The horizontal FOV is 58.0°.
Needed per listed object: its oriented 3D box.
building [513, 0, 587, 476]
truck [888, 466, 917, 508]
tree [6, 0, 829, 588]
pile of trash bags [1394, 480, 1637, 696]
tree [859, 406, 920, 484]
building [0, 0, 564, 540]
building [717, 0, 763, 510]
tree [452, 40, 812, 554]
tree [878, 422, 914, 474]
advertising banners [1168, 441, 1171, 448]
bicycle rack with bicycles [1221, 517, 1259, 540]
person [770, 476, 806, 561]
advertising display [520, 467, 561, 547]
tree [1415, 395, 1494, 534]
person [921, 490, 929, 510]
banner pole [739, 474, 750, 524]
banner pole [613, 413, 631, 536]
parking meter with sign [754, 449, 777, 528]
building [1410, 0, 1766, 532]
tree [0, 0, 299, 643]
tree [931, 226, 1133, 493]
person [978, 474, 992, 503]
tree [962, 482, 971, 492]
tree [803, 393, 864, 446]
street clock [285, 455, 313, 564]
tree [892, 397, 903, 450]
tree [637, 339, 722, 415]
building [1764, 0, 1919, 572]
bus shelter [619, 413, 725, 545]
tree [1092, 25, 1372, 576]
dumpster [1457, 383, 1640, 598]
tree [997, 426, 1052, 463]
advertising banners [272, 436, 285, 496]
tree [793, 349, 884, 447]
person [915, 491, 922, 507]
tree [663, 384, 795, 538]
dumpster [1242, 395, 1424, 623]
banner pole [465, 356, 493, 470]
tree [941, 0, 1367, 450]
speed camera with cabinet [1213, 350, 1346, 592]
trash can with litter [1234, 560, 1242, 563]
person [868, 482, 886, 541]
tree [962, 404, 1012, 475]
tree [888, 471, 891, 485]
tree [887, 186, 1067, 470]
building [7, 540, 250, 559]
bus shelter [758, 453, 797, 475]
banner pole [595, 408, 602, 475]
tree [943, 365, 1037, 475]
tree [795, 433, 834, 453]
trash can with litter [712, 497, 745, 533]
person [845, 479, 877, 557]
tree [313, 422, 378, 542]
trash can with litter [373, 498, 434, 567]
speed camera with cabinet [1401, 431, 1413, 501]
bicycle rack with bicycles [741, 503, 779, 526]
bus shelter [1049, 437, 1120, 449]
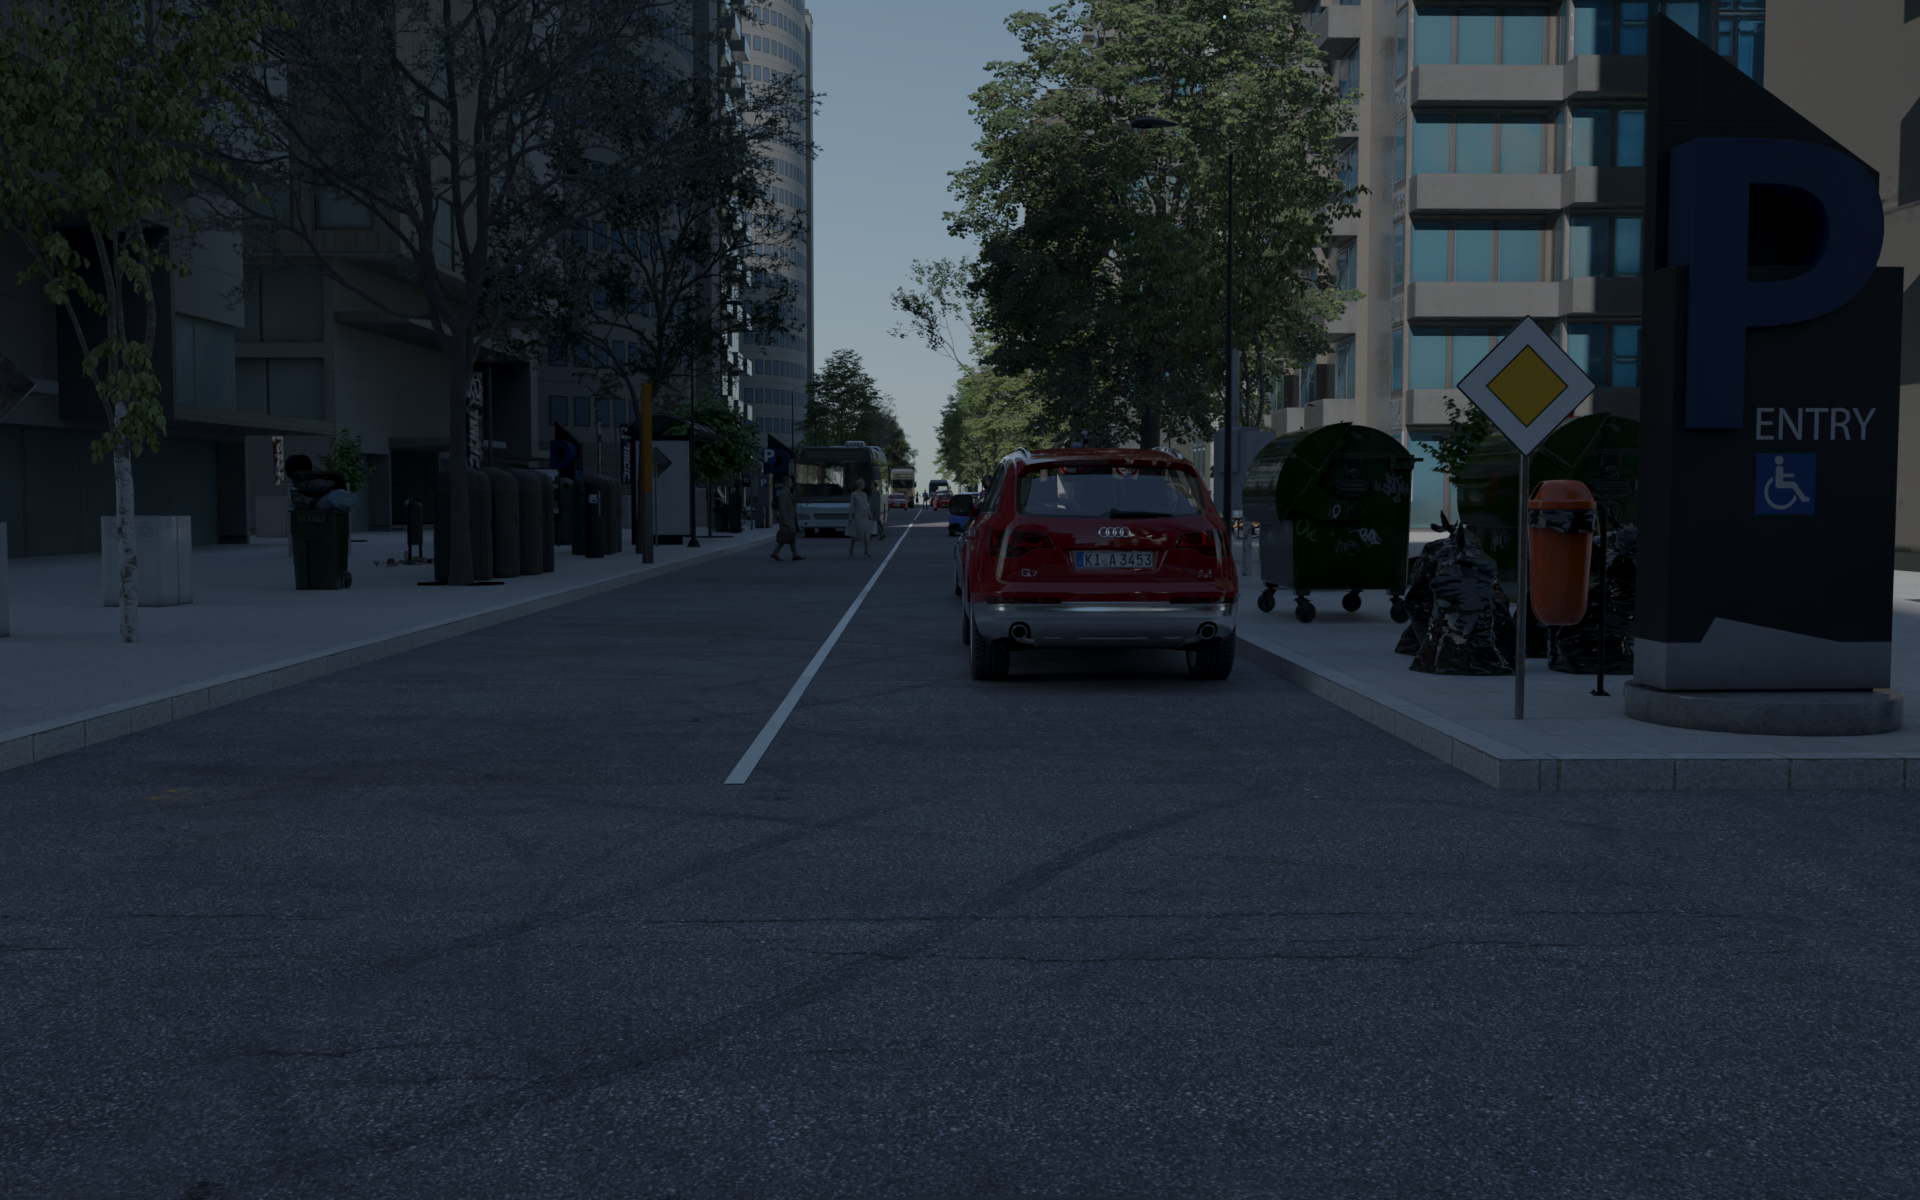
[{"bbox_3d":[-25.917,-33.981,97.584,21.231,58.520,28.212,0,4,-1],"label":"building"},{"bbox_3d":[-5.852,-11.517,177.218,2.839,4.237,11.283,0,4,-1],"label":"truck"},{"bbox_3d":[-7.062,-6.956,24.107,12.009,13.543,11.850,0,3,0],"label":"tree"},{"bbox_3d":[4.164,-0.166,12.468,1.912,1.369,3.447,1,4,12],"label":"pile of trash bags"},{"bbox_3d":[-10.665,-18.763,223.789,9.611,12.733,9.660,0,3,0],"label":"tree"},{"bbox_3d":[-30.703,-29.073,64.576,28.713,52.752,27.495,0,4,-1],"label":"building"},{"bbox_3d":[-27.348,-31.041,127.133,23.786,49.044,30.456,0,4,-1],"label":"building"},{"bbox_3d":[-6.928,-6.251,36.616,8.767,10.594,7.601,1,4,8],"label":"tree"},{"bbox_3d":[-9.422,-16.819,209.396,8.767,10.594,7.601,2,4,24],"label":"tree"},{"bbox_3d":[5.642,-3.101,46.888,0.090,3.025,2.074,0,4,6],"label":"advertising banners"},{"bbox_3d":[8.479,-2.189,49.173,2.925,0.926,2.852,1,4,21],"label":"bicycle rack with bicycles"},{"bbox_3d":[-3.685,-1.748,37.184,0.767,1.812,0.694,0,4,0],"label":"person"},{"bbox_3d":[-10.219,-2.258,42.127,0.974,1.923,0.123,-1,4,-16],"label":"advertising display"},{"bbox_3d":[8.667,-2.104,29.003,1.663,3.219,1.824,0,3,0],"label":"tree"},{"bbox_3d":[-3.120,-8.986,155.293,0.709,1.838,0.599,0,4,-3],"label":"person"},{"bbox_3d":[-9.385,-5.197,74.995,0.863,3.779,0.401,2,4,24],"label":"banner pole"},{"bbox_3d":[-10.434,-3.886,53.558,0.863,3.779,0.401,-3,5,-39],"label":"banner pole"},{"bbox_3d":[-7.387,-4.237,65.533,0.543,3.016,1.738,0,4,6],"label":"parking meter with sign"},{"bbox_3d":[24.049,-27.510,69.390,23.786,49.044,30.456,0,4,-1],"label":"building"},{"bbox_3d":[-7.325,-3.924,14.521,4.737,8.622,4.395,0,3,0],"label":"tree"},{"bbox_3d":[3.723,-9.256,69.469,7.486,12.596,7.792,0,3,0],"label":"tree"},{"bbox_3d":[0.541,-1.581,34.353,0.555,1.821,0.388,0,4,8],"label":"person"},{"bbox_3d":[1.008,-12.779,203.544,1.663,3.219,1.824,0,3,0],"label":"tree"},{"bbox_3d":[-8.866,-10.658,124.614,4.737,8.622,4.395,0,3,0],"label":"tree"},{"bbox_3d":[-12.120,-1.665,31.789,0.358,2.002,0.471,1,4,22],"label":"street clock"},{"bbox_3d":[-9.695,-15.208,159.014,12.009,13.543,11.850,0,3,0],"label":"tree"},{"bbox_3d":[-12.909,-7.843,78.599,4.360,8.622,3.978,0,3,0],"label":"tree"},{"bbox_3d":[26.200,-24.764,28.598,21.600,48.544,21.300,0,4,-1],"label":"building"},{"bbox_3d":[-7.568,-3.191,46.095,2.014,3.302,5.546,0,4,-1],"label":"bus shelter"},{"bbox_3d":[4.250,-4.679,26.865,4.737,8.622,4.395,0,3,0],"label":"tree"},{"bbox_3d":[5.586,-0.819,15.878,1.502,2.255,1.985,0,4,-1],"label":"dumpster"},{"bbox_3d":[3.397,-5.824,78.931,4.285,4.588,4.351,0,3,0],"label":"tree"},{"bbox_3d":[-19.921,-3.410,51.935,2.074,3.025,0.090,2,4,31],"label":"advertising banners"},{"bbox_3d":[-9.380,-13.287,135.375,7.486,12.596,7.792,0,3,0],"label":"tree"},{"bbox_3d":[-4.639,-10.815,186.107,1.217,1.735,0.721,-2,4,-29],"label":"person"},{"bbox_3d":[-7.511,-4.133,51.287,4.285,4.588,4.351,0,3,0],"label":"tree"},{"bbox_3d":[3.832,-0.944,17.932,1.502,2.255,1.985,0,4,-1],"label":"dumpster"},{"bbox_3d":[-8.654,-2.525,31.303,0.401,3.779,0.863,2,4,30],"label":"banner pole"},{"bbox_3d":[4.256,-8.065,38.519,9.857,13.997,8.962,0,3,0],"label":"tree"},{"bbox_3d":[4.347,-1.783,23.481,0.660,3.252,2.038,-3,4,-36],"label":"speed camera with cabinet"},{"bbox_3d":[4.263,-1.317,32.597,2.233,1.210,1.678,3,5,45],"label":"trash can with litter"},{"bbox_3d":[-2.661,-2.744,53.462,0.767,1.812,0.694,0,4,-4],"label":"person"},{"bbox_3d":[2.226,-10.742,125.989,4.360,8.622,3.978,0,3,0],"label":"tree"},{"bbox_3d":[-8.813,-12.545,188.828,4.285,4.588,4.351,0,3,0],"label":"tree"},{"bbox_3d":[1.370,-15.473,108.875,12.611,20.169,13.585,0,3,0],"label":"tree"},{"bbox_3d":[-29.166,-26.907,29.168,28.713,52.752,27.495,0,4,-1],"label":"building"},{"bbox_3d":[-8.095,-5.275,80.170,2.014,3.302,5.546,0,4,-1],"label":"bus shelter"},{"bbox_3d":[-10.431,-3.674,50.081,0.401,3.779,0.863,-1,4,-22],"label":"banner pole"},{"bbox_3d":[2.170,-12.854,135.913,9.928,11.665,9.643,0,3,0],"label":"tree"},{"bbox_3d":[-7.876,-6.682,92.956,4.285,4.588,4.351,0,3,0],"label":"tree"},{"bbox_3d":[-7.753,-2.840,57.821,1.055,1.170,0.624,-2,4,-30],"label":"trash can with litter"},{"bbox_3d":[-2.281,-1.887,39.703,0.694,1.780,0.624,-2,4,-29],"label":"person"},{"bbox_3d":[-16.368,-3.174,46.502,1.663,3.219,1.824,0,3,0],"label":"tree"},{"bbox_3d":[-10.203,-1.257,31.609,1.678,1.210,2.233,0,4,4],"label":"trash can with litter"},{"bbox_3d":[13.261,-3.694,54.729,2.038,3.252,0.660,1,4,16],"label":"speed camera with cabinet"},{"bbox_3d":[-8.306,-3.521,70.948,2.925,0.926,2.852,-2,4,-28],"label":"bicycle rack with bicycles"},{"bbox_3d":[4.136,-3.973,58.887,2.014,3.302,5.546,0,4,-1],"label":"bus shelter"}]
